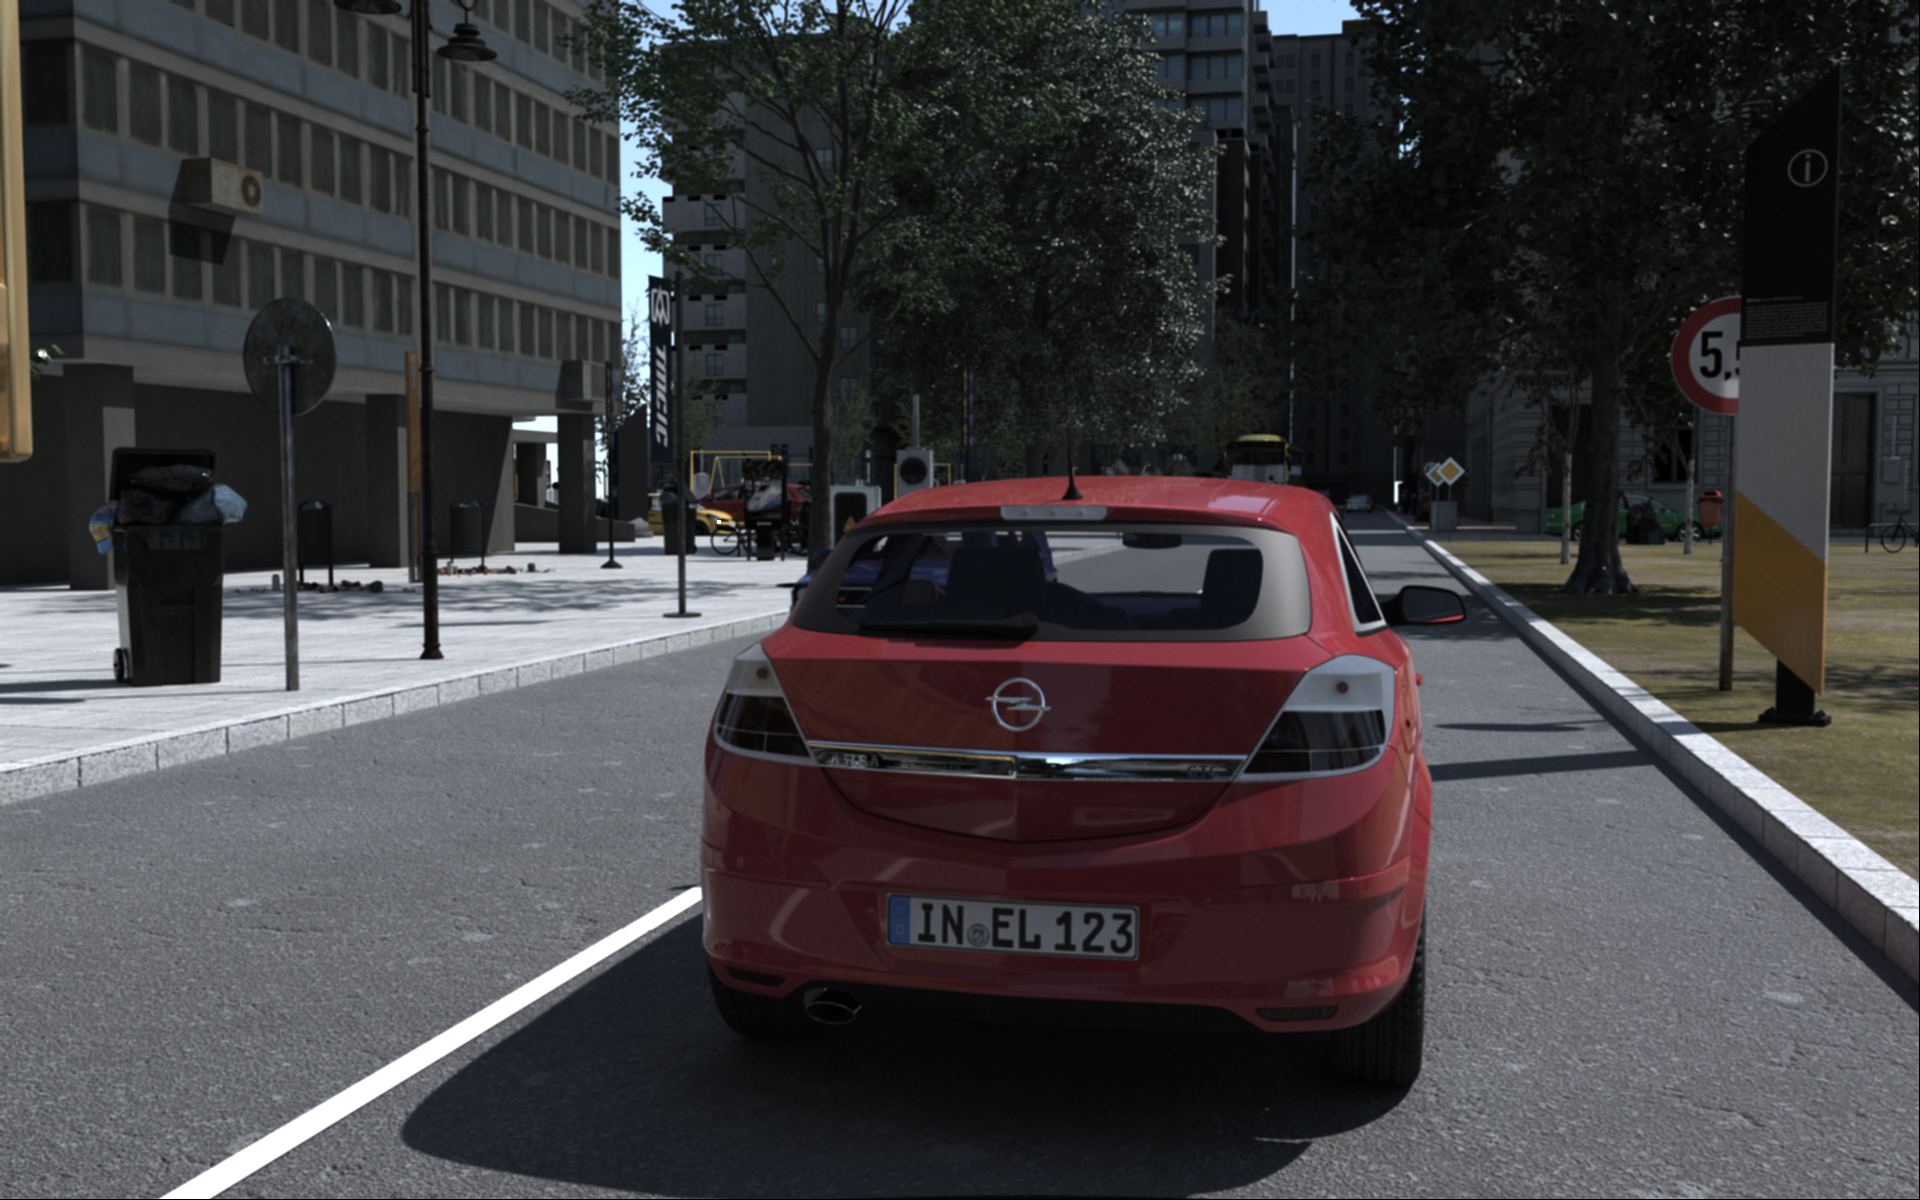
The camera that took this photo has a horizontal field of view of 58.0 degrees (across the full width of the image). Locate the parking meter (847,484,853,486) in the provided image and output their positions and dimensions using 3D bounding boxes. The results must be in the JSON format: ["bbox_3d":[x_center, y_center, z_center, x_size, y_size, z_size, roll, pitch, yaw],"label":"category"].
[{"bbox_3d":[-6.255,-5.657,98.200,0.399,1.863,0.255,-1,4,-14],"label":"parking meter"}]

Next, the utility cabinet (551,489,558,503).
[{"bbox_3d":[-17.731,-4.125,76.124,0.318,1.500,1.173,-1,4,-18],"label":"utility cabinet"}]

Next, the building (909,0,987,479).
[{"bbox_3d":[8.884,-40.122,197.990,28.212,58.520,21.231,1,4,13],"label":"building"}]

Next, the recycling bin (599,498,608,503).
[{"bbox_3d":[-20.476,-5.277,98.831,0.722,1.027,0.722,3,5,44],"label":"recycling bin"}]

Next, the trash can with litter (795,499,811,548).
[{"bbox_3d":[-3.330,-1.810,40.983,1.055,1.170,0.624,-1,4,-18],"label":"trash can with litter"}]

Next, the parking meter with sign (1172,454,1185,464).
[{"bbox_3d":[9.792,-4.839,75.377,0.543,3.016,1.738,2,4,28],"label":"parking meter with sign"}]

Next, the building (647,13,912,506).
[{"bbox_3d":[-19.149,-37.392,200.603,27.495,52.752,28.713,1,4,13],"label":"building"}]

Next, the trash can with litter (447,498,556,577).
[{"bbox_3d":[-7.551,-1.037,28.005,2.233,1.210,1.678,-2,4,-33],"label":"trash can with litter"}]

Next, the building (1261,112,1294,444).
[{"bbox_3d":[27.384,-30.461,181.623,14.154,41.232,14.086,1,4,13],"label":"building"}]

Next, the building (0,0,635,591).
[{"bbox_3d":[-20.099,-20.884,33.335,23.993,40.220,32.217,1,4,13],"label":"building"}]

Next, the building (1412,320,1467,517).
[{"bbox_3d":[36.750,-17.840,110.745,14.314,24.678,30.058,1,4,13],"label":"building"}]

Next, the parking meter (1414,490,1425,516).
[{"bbox_3d":[25.793,-5.407,96.812,0.372,1.533,0.369,0,3,0],"label":"parking meter"}]

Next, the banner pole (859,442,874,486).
[{"bbox_3d":[-4.281,-5.663,82.614,0.401,3.779,0.863,2,4,29],"label":"banner pole"}]

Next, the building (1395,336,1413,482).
[{"bbox_3d":[61.237,-32.446,214.089,14.086,41.232,14.154,1,4,13],"label":"building"}]

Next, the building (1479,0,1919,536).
[{"bbox_3d":[28.353,-13.519,57.195,21.152,22.565,11.583,1,4,13],"label":"building"}]

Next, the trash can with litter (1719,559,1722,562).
[{"bbox_3d":[14.048,-1.182,30.710,1.055,1.170,0.624,3,5,40],"label":"trash can with litter"}]

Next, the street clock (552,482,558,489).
[{"bbox_3d":[-24.400,-6.121,104.645,0.471,2.002,0.358,-2,4,-26],"label":"street clock"}]

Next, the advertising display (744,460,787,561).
[{"bbox_3d":[-3.756,-1.725,33.413,0.974,1.923,0.123,2,4,33],"label":"advertising display"}]

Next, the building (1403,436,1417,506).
[{"bbox_3d":[58.447,-53.044,179.933,22.319,86.520,31.000,1,4,13],"label":"building"}]

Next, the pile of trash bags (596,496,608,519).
[{"bbox_3d":[-17.652,-4.664,86.013,3.447,1.369,1.912,-2,4,-26],"label":"pile of trash bags"}]

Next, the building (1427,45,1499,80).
[{"bbox_3d":[42.710,-27.506,133.322,14.154,41.232,14.086,1,4,13],"label":"building"}]

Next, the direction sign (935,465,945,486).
[{"bbox_3d":[-1.522,-8.588,132.418,0.876,3.537,0.379,-1,4,-23],"label":"direction sign"}]

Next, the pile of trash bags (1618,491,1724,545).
[{"bbox_3d":[17.714,-2.121,44.433,3.447,1.369,1.912,2,4,28],"label":"pile of trash bags"}]

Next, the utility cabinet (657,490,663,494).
[{"bbox_3d":[-15.888,-5.240,94.351,1.173,1.500,0.318,-2,4,-27],"label":"utility cabinet"}]

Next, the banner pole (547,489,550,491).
[{"bbox_3d":[-33.061,-9.093,138.691,0.863,3.779,0.401,0,4,5],"label":"banner pole"}]

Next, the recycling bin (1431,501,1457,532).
[{"bbox_3d":[16.541,-2.852,59.180,0.722,1.027,0.722,0,4,2],"label":"recycling bin"}]

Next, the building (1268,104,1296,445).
[{"bbox_3d":[30.505,-33.449,197.008,14.200,45.320,14.600,1,4,13],"label":"building"}]

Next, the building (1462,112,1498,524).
[{"bbox_3d":[31.415,-14.818,84.073,13.314,21.916,24.055,1,4,13],"label":"building"}]

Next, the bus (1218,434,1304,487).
[{"bbox_3d":[13.234,-5.094,74.835,2.896,3.916,12.252,1,4,15],"label":"bus"}]

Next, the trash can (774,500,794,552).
[{"bbox_3d":[-4.085,-1.654,38.699,0.748,1.137,0.748,0,3,0],"label":"trash can"}]

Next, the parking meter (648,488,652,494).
[{"bbox_3d":[-12.242,-3.639,67.914,0.372,1.533,0.369,0,3,0],"label":"parking meter"}]

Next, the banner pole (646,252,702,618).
[{"bbox_3d":[-2.986,-1.700,17.809,0.401,3.779,0.863,1,4,20],"label":"banner pole"}]

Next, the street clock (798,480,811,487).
[{"bbox_3d":[-7.908,-5.059,87.284,0.471,2.002,0.358,1,4,11],"label":"street clock"}]

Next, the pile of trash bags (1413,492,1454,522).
[{"bbox_3d":[21.703,-4.264,79.475,1.912,1.369,3.447,2,4,24],"label":"pile of trash bags"}]

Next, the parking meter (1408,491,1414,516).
[{"bbox_3d":[27.108,-5.809,103.385,0.372,1.533,0.369,0,3,0],"label":"parking meter"}]

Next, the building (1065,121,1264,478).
[{"bbox_3d":[16.529,-22.399,137.920,14.160,30.474,14.107,1,4,13],"label":"building"}]

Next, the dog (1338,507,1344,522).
[{"bbox_3d":[17.969,-3.949,81.409,0.513,0.831,0.800,3,5,42],"label":"dog"}]

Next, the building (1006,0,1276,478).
[{"bbox_3d":[17.514,-33.104,160.859,23.786,49.044,30.456,1,4,13],"label":"building"}]

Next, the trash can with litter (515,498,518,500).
[{"bbox_3d":[-16.612,-3.209,63.851,1.055,1.170,0.624,-2,4,-30],"label":"trash can with litter"}]

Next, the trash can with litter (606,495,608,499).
[{"bbox_3d":[-28.439,-7.928,140.677,2.233,1.210,1.678,3,5,43],"label":"trash can with litter"}]

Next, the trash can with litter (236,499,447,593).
[{"bbox_3d":[-8.277,-0.722,22.860,2.233,1.210,1.678,1,4,22],"label":"trash can with litter"}]

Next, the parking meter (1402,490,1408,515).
[{"bbox_3d":[27.677,-6.067,107.609,0.372,1.533,0.369,0,3,0],"label":"parking meter"}]

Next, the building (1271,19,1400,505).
[{"bbox_3d":[41.276,-41.533,221.071,28.212,58.520,21.231,1,4,13],"label":"building"}]
